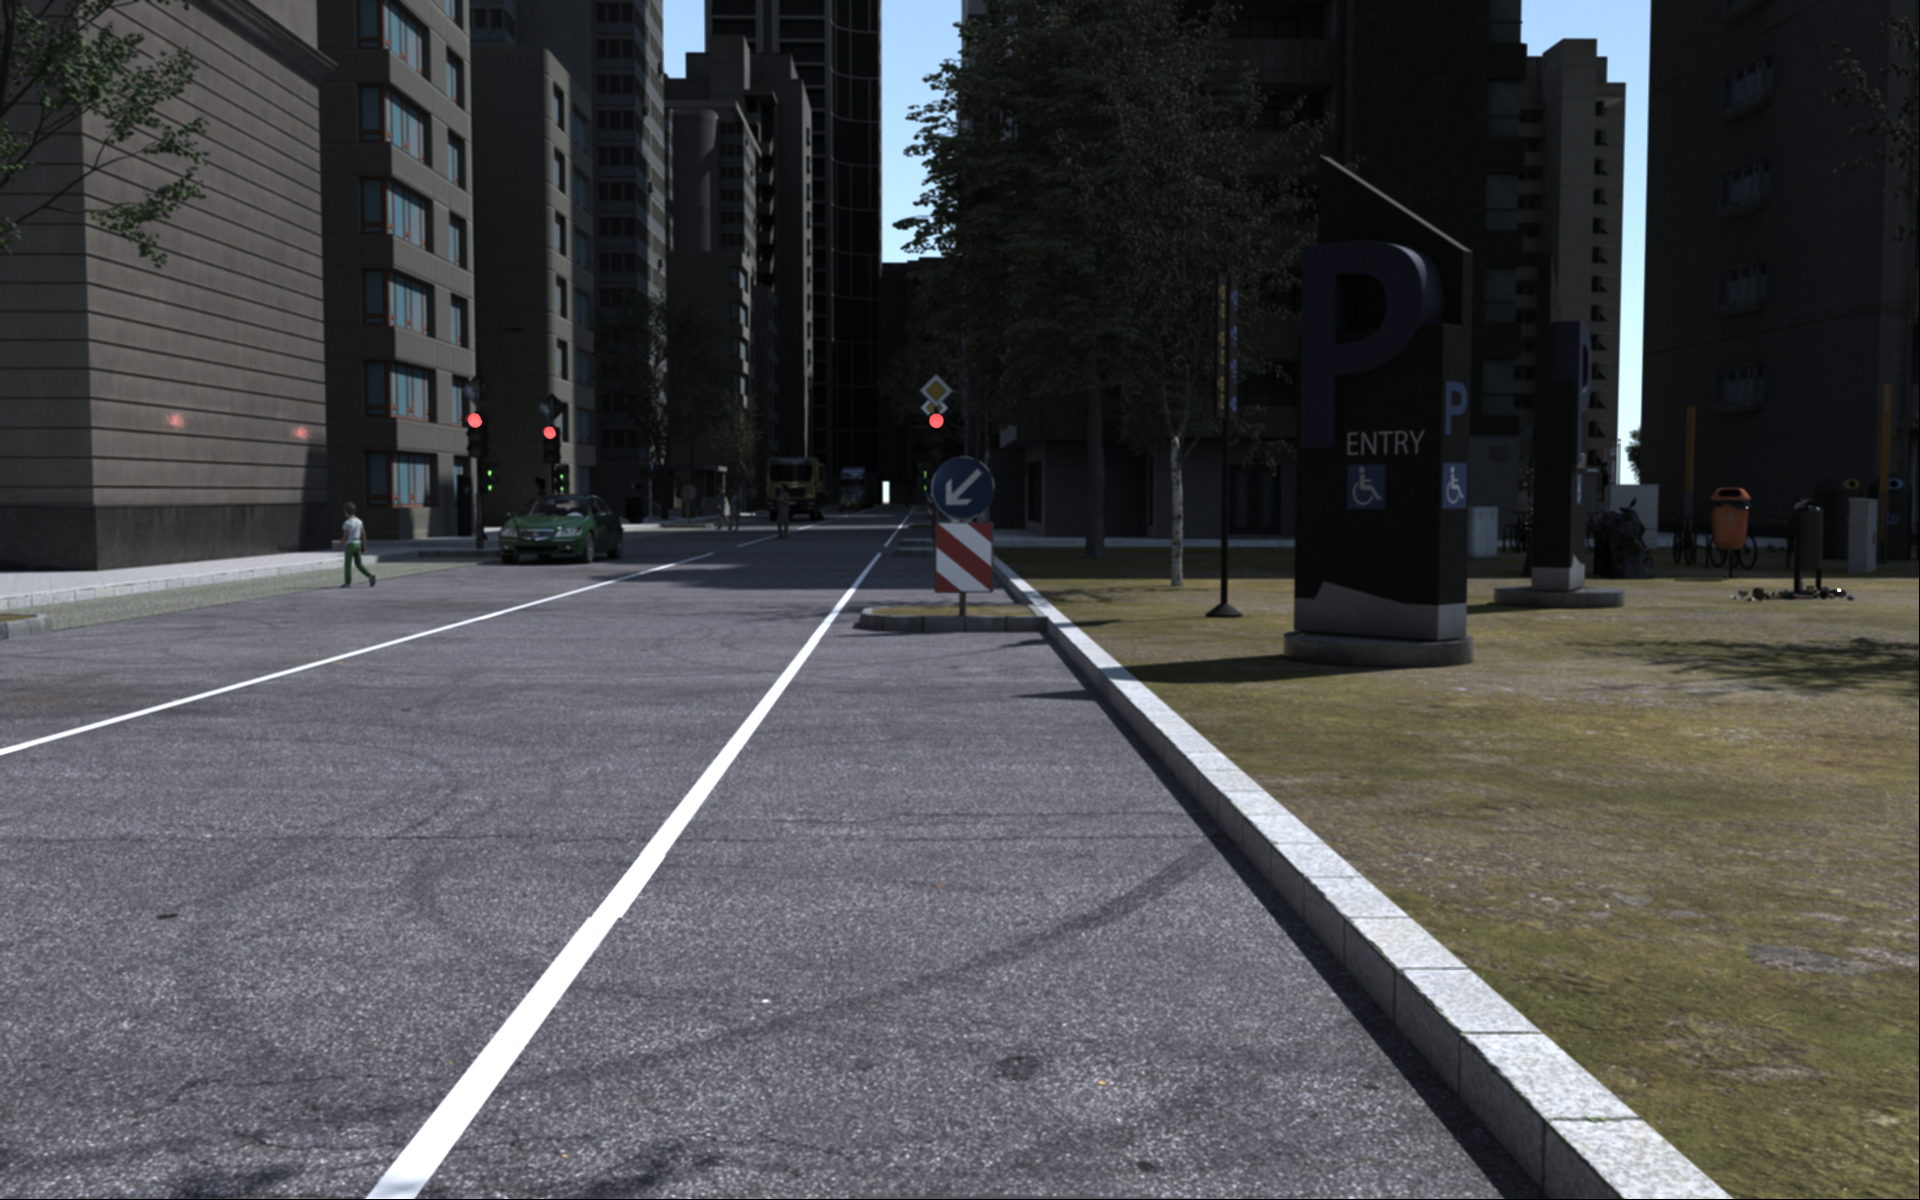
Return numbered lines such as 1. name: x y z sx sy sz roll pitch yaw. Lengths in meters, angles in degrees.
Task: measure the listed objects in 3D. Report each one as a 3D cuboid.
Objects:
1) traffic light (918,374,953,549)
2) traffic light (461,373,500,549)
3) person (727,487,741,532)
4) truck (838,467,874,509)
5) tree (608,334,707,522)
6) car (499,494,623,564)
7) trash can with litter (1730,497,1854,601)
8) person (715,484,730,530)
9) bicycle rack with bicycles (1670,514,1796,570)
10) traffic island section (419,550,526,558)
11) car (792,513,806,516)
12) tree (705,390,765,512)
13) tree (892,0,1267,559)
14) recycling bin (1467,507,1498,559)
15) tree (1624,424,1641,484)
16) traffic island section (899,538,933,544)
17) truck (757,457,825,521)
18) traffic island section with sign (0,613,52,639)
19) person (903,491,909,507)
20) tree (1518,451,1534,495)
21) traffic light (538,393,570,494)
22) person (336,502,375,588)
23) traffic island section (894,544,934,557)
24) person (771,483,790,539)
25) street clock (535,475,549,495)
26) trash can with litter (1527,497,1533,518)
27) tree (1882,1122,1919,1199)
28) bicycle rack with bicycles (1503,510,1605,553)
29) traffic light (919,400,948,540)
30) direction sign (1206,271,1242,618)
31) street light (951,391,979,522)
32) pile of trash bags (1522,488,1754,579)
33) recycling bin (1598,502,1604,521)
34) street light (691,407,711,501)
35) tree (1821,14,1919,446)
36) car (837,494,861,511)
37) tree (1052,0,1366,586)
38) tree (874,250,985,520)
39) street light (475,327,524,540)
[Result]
1. traffic light: -0.573 -3.157 40.534 0.839 4.253 0.868 0 4 -1
2. traffic light: -11.181 -3.143 40.304 0.839 4.253 0.868 0 4 -1
3. person: -8.462 -3.401 65.118 0.522 1.701 0.512 1 4 19
4. truck: -10.467 -11.481 177.474 2.967 4.110 18.799 0 3 0
5. tree: -14.079 -7.922 79.889 4.360 8.622 3.978 0 3 0
6. car: -8.496 -1.552 37.168 2.131 1.459 4.920 0 4 1
7. trash can with litter: 10.233 -0.640 21.525 2.233 1.210 1.678 -2 4 -35
8. person: -9.456 -3.708 69.142 0.654 1.822 0.581 0 4 8
9. bicycle rack with bicycles: 13.842 -1.041 30.403 2.852 0.926 2.925 1 4 18
10. traffic island section: -11.222 -1.111 40.438 2.009 0.180 2.903 0 4 -1
11. car: -10.130 -6.081 111.223 2.131 1.459 4.920 0 4 -1
12. tree: -15.368 -10.387 120.194 4.737 8.622 4.395 0 3 0
13. tree: 2.289 -7.102 34.245 7.486 12.596 7.792 0 3 0
14. recycling bin: 10.236 -1.349 34.618 0.722 1.027 0.722 -2 4 -33
15. tree: 28.498 -5.274 69.950 4.285 4.588 4.351 0 3 0
16. traffic island section: -0.694 -1.612 48.632 2.009 0.180 2.903 0 4 -1
17. truck: -8.874 -5.990 93.856 3.469 3.379 9.791 0 4 -1
18. traffic island section with sign: -10.433 -0.543 17.503 1.989 1.847 2.006 0 4 -1
19. person: -5.752 -10.753 185.001 0.721 1.739 1.217 -2 4 -30
20. tree: 22.012 -4.540 68.826 1.663 3.219 1.824 0 3 0
21. traffic light: -11.343 -3.631 48.287 0.839 4.253 0.868 0 4 -1
22. person: -9.252 -0.842 26.507 0.590 1.304 0.306 1 4 11
23. traffic island section: -0.532 -1.123 40.649 2.009 0.180 2.903 0 4 -1
24. person: -5.788 -2.854 55.523 0.532 1.782 0.716 -3 5 -40
25. street clock: -15.566 -3.668 64.537 0.471 2.002 0.358 -2 4 -32
26. trash can with litter: 26.801 -4.298 81.660 0.624 1.170 1.055 0 4 -1
27. tree: 2.331 -4.705 2.690 9.928 11.665 9.643 0 3 0
28. bicycle rack with bicycles: 13.068 -1.522 38.267 2.925 0.926 2.852 -3 5 -44
29. traffic light: -0.735 -3.645 48.517 0.839 4.253 0.868 0 4 -1
30. direction sign: 2.770 -1.595 18.069 0.379 3.537 0.876 1 4 22
31. street light: 0.186 -6.478 78.456 1.470 5.913 1.316 0 4 -1
32. pile of trash bags: 10.421 -1.047 26.878 3.447 1.369 1.912 2 4 31
33. recycling bin: 21.669 -2.787 58.114 0.722 1.027 0.722 0 4 5
34. street light: -13.737 -7.321 92.240 1.470 5.913 1.316 0 4 -1
35. tree: 10.026 -3.964 15.175 4.360 8.622 3.978 0 3 0
36. car: -9.190 -8.176 143.896 2.015 1.641 3.980 0 4 -1
37. tree: 3.085 -4.483 23.664 4.360 8.622 3.978 0 3 0
38. tree: 0.893 -10.682 85.017 12.009 13.543 11.850 0 3 0
39. street light: -12.795 -4.624 48.149 1.470 5.913 1.316 0 4 -1
